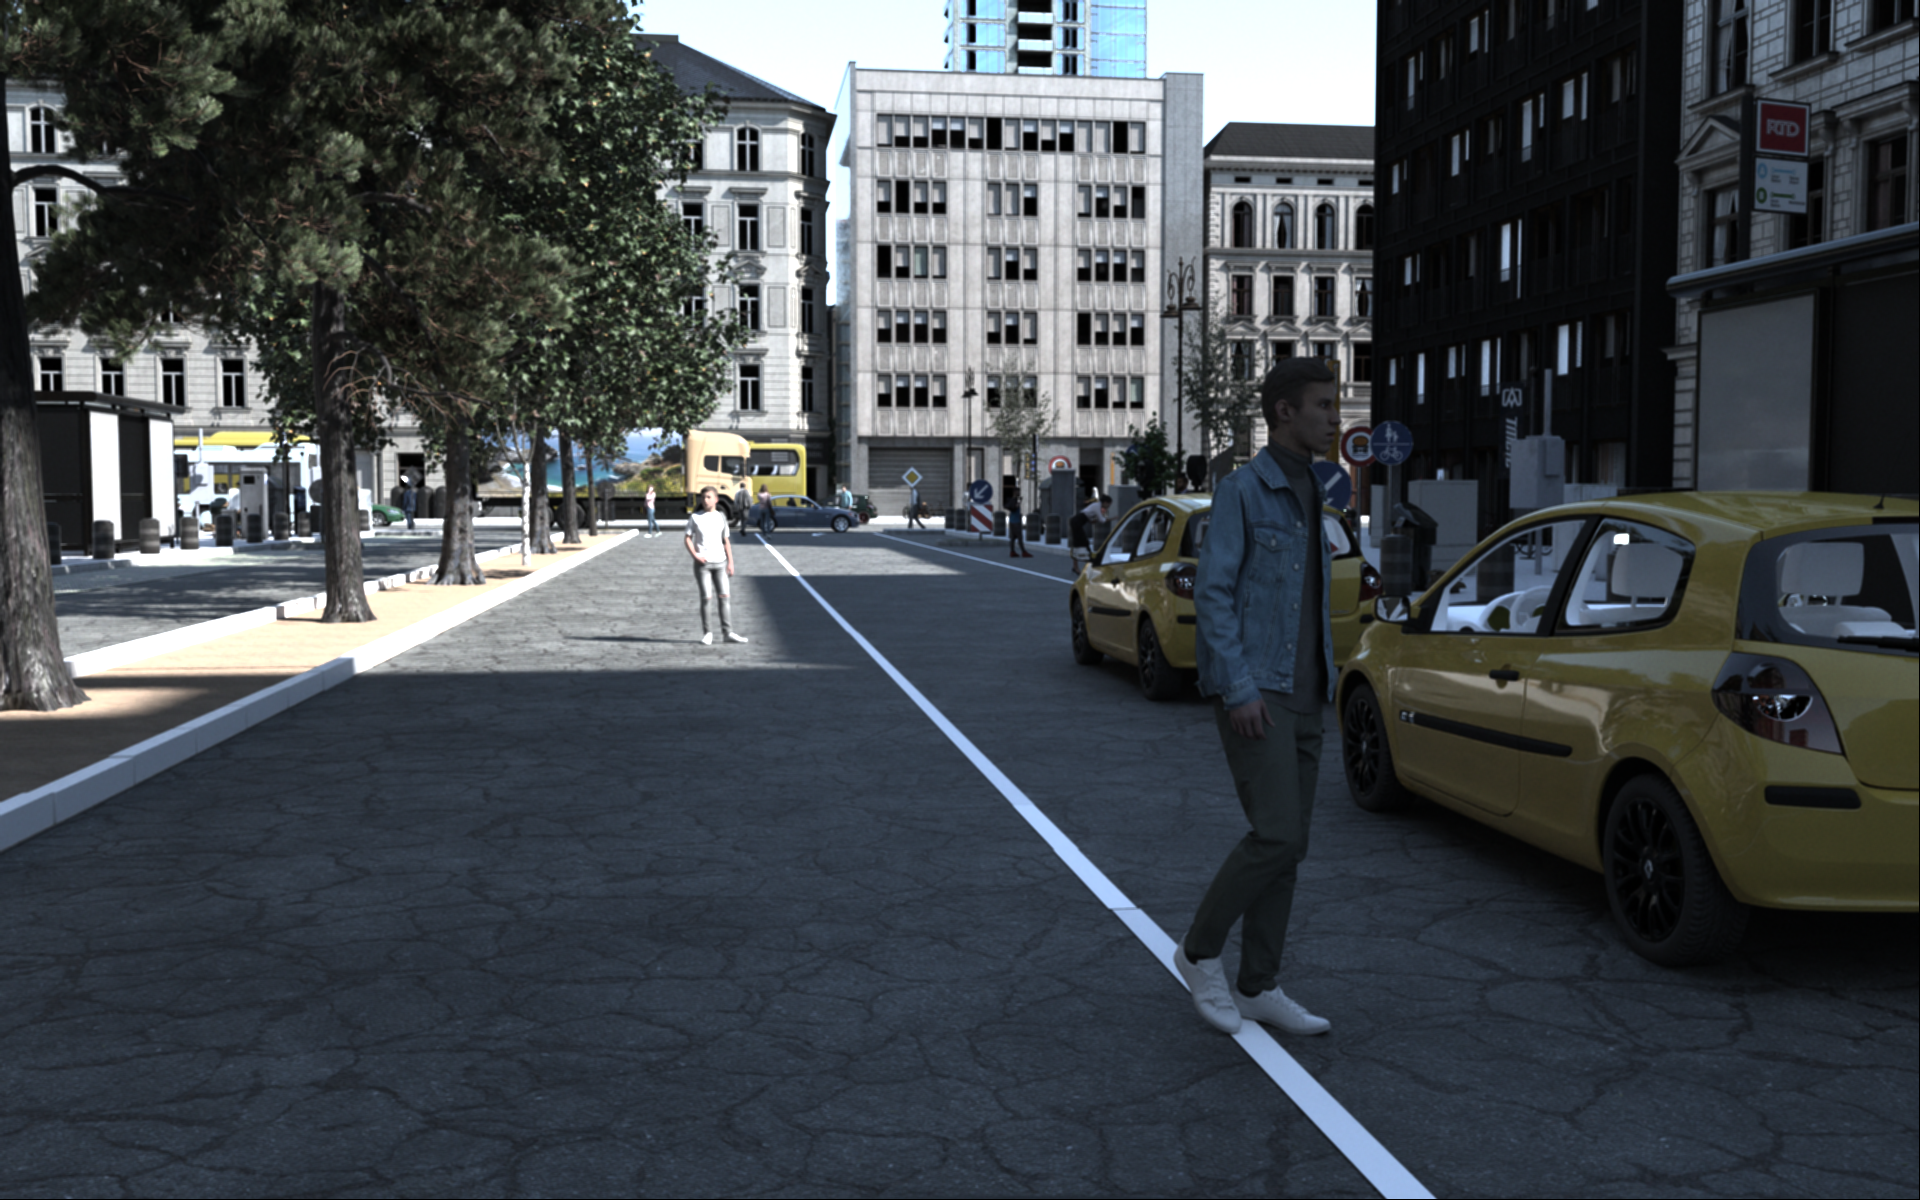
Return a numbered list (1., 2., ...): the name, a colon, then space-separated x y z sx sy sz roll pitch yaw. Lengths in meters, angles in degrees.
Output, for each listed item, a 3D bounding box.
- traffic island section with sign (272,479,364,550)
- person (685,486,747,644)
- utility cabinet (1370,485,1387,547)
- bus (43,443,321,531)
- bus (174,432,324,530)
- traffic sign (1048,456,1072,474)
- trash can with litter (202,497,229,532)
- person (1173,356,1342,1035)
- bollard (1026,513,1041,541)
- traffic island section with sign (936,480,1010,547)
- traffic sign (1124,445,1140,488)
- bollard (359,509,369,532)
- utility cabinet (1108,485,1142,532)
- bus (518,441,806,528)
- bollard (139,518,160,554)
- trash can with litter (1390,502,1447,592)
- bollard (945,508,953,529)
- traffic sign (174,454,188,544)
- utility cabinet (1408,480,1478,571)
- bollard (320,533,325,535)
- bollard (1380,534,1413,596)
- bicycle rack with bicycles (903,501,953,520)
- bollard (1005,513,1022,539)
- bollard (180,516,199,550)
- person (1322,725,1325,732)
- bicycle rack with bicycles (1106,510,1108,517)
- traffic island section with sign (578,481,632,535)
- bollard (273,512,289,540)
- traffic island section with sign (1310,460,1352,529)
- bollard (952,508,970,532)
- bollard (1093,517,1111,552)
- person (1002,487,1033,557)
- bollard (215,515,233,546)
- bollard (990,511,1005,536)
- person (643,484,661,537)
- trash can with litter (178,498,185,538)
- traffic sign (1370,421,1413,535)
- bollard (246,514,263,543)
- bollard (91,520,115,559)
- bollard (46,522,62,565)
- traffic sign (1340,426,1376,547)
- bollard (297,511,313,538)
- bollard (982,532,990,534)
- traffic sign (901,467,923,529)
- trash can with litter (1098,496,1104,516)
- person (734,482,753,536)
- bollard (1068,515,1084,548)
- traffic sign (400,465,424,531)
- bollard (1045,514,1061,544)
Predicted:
1. traffic island section with sign: -16.596 -2.219 44.911 1.989 1.847 2.006 0 4 -8
2. person: -2.353 -0.337 16.606 0.523 1.515 0.503 2 4 32
3. utility cabinet: 10.153 -2.029 41.845 0.318 1.500 1.173 1 4 20
4. bus: -30.235 -4.147 62.670 13.247 3.499 2.948 -1 4 -8
5. bus: -30.639 -4.719 68.705 12.252 3.916 2.896 0 4 -7
6. traffic sign: 3.307 -3.505 57.405 0.768 2.556 0.104 0 3 0
7. trash can with litter: -25.192 -2.892 58.679 0.624 1.170 1.055 0 4 6
8. person: 0.798 0.260 4.594 0.601 1.785 0.444 -3 5 -44
9. bollard: 1.992 -1.983 47.137 0.404 0.777 0.398 0 3 0
10. traffic island section with sign: 0.364 -2.405 47.947 1.989 1.847 2.006 0 4 -8
11. traffic sign: 4.466 -2.645 43.353 0.768 2.556 0.104 0 4 -8
12. bollard: -20.474 -2.733 59.401 0.404 0.777 0.398 0 3 0
13. utility cabinet: 4.048 -2.059 42.343 0.318 1.500 1.173 2 4 35
14. bus: -12.705 -5.013 73.513 12.252 3.916 2.896 0 4 -7
15. bollard: -17.330 -1.365 37.042 0.404 0.777 0.398 0 3 0
16. trash can with litter: 6.185 -0.697 22.777 0.624 1.170 1.055 -3 4 -36
17. bollard: -0.361 -3.009 63.913 0.404 0.777 0.398 0 3 0
18. traffic sign: -19.919 -2.563 44.031 0.606 2.300 0.079 0 4 1
19. utility cabinet: 7.549 -1.128 27.127 1.173 1.500 0.318 -2 4 -28
20. bollard: -19.691 -2.392 53.821 0.404 0.777 0.398 0 3 0
21. bollard: 5.529 -0.443 21.963 0.404 0.777 0.398 0 3 0
22. bicycle rack with bicycles: -1.775 -4.556 87.872 2.925 0.926 2.852 -3 5 -44
23. bollard: 1.600 -2.153 49.926 0.404 0.777 0.398 0 3 0
24. bollard: -17.731 -1.537 39.849 0.404 0.777 0.398 0 3 0
25. person: 1.987 0.116 10.515 0.435 1.345 0.340 0 4 4
26. bicycle rack with bicycles: 8.842 -5.022 95.492 2.852 0.926 2.925 -2 4 -26
27. traffic island section with sign: -12.606 -3.263 61.494 2.006 1.907 1.989 0 4 -8
28. bollard: -18.907 -2.050 48.231 0.404 0.777 0.398 0 3 0
29. traffic island section with sign: 4.116 -0.772 21.253 1.989 1.847 2.006 0 4 -8
30. bollard: 0.033 -2.838 61.115 0.404 0.777 0.398 0 3 0
31. bollard: 3.179 -1.469 38.738 0.404 0.777 0.398 0 3 0
32. person: 1.313 -1.771 39.333 0.662 1.594 0.647 -1 4 -19
33. bollard: -18.123 -1.708 42.646 0.404 0.777 0.398 0 3 0
34. bollard: 1.208 -2.325 52.732 0.404 0.777 0.398 0 3 0
35. person: -10.296 -2.989 57.961 0.643 1.750 0.593 -1 4 -21
36. trash can with litter: -23.120 -2.382 50.337 1.055 1.170 0.624 -2 4 -28
37. traffic sign: 7.508 -1.844 30.257 0.768 2.556 0.104 0 4 -5
38. bollard: -18.515 -1.879 45.441 0.404 0.777 0.398 0 3 0
39. bollard: -16.946 -1.195 34.252 0.404 0.777 0.398 0 3 0
40. bollard: -16.554 -1.024 31.462 0.404 0.777 0.398 0 3 0
41. traffic sign: 7.472 -1.977 32.430 0.768 2.556 0.104 0 4 -2
42. bollard: -19.300 -2.221 51.029 0.404 0.777 0.398 0 3 0
43. bollard: 0.823 -2.496 55.523 0.404 0.777 0.398 0 3 0
44. traffic sign: -1.735 -3.612 62.695 0.795 2.450 0.064 0 4 -8
45. trash can with litter: 7.231 -4.776 89.483 0.624 1.170 1.055 -1 4 -13
46. person: -7.382 -3.094 59.185 0.679 1.850 0.850 1 4 11
47. bollard: 2.781 -1.640 41.530 0.404 0.777 0.398 0 3 0
48. traffic sign: -19.063 -3.465 60.293 0.795 2.450 0.064 0 4 -8
49. bollard: 2.387 -1.811 44.330 0.404 0.777 0.398 0 3 0
